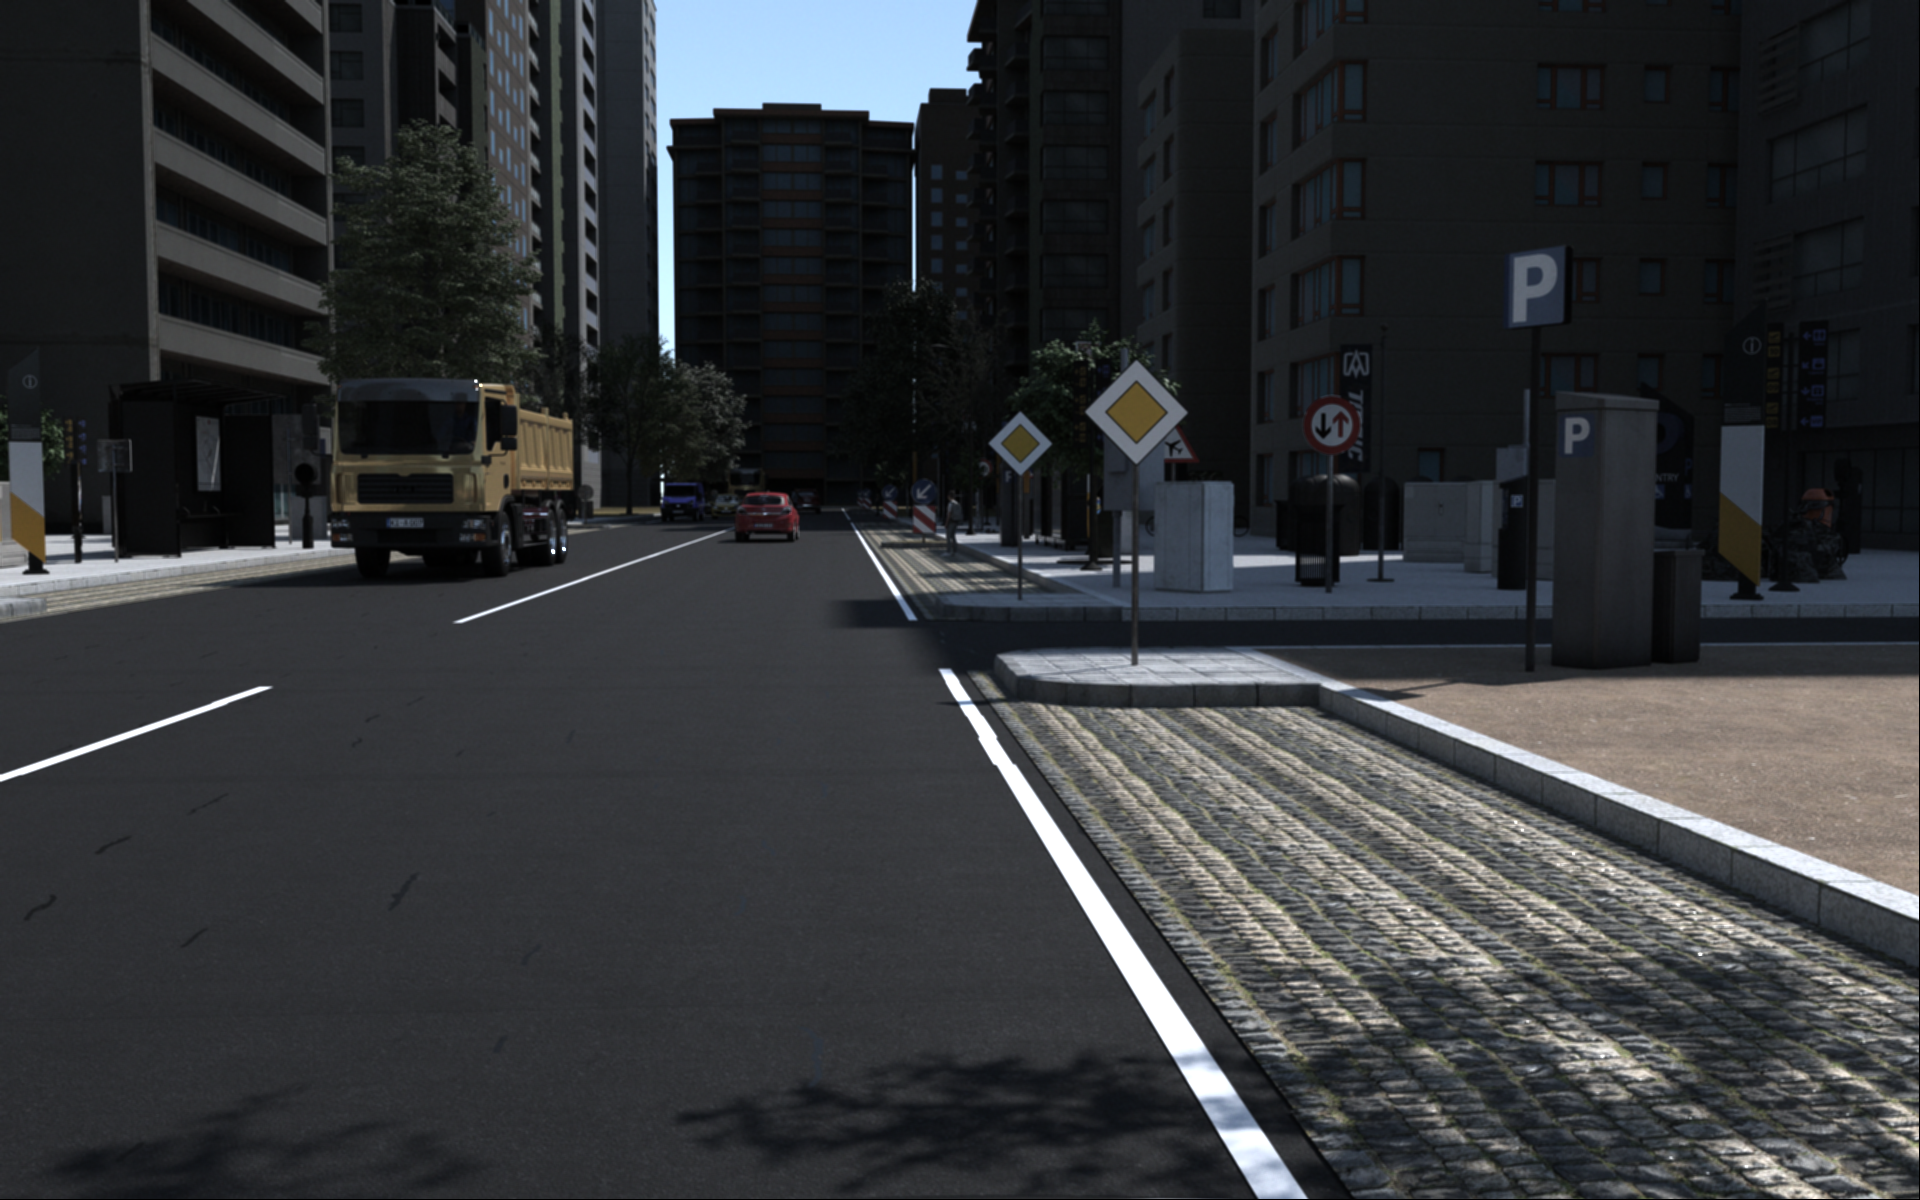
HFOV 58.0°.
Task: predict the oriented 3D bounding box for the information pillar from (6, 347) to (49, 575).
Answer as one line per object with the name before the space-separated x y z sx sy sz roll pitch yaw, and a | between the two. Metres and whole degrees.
information pillar | -14.866 -2.216 27.588 0.504 3.616 0.183 -3 5 -45

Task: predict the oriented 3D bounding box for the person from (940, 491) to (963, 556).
person | -0.200 -1.763 39.923 0.523 1.515 0.503 0 4 -2

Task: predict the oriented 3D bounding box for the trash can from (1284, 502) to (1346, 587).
trash can | 4.983 -0.762 24.119 0.748 1.137 0.748 0 3 0

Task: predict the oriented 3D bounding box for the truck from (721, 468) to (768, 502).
truck | -16.291 -8.344 132.346 3.469 3.379 9.791 0 4 -5

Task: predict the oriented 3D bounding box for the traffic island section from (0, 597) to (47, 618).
traffic island section | -12.012 0.137 20.041 2.009 0.180 2.903 0 4 -4

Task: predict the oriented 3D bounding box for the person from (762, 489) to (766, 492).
person | -10.883 -5.327 96.527 0.756 1.711 0.436 -1 4 -12

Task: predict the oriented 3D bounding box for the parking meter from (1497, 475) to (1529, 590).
parking meter | 7.428 -0.909 23.270 0.372 1.533 0.369 0 3 0

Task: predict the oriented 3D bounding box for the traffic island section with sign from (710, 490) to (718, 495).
traffic island section with sign | -21.183 -8.630 149.726 1.989 1.847 2.006 0 4 -4

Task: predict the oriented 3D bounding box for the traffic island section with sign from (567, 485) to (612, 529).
traffic island section with sign | -15.451 -3.845 71.486 1.989 1.847 2.006 0 4 -4

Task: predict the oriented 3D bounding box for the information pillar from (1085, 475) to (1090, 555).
information pillar | 2.737 -2.761 36.504 0.183 3.616 0.504 0 4 7

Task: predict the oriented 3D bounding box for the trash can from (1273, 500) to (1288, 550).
trash can | 7.574 -1.721 39.784 0.748 1.137 0.748 0 3 0

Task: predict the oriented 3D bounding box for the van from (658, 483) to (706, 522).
van | -14.644 -5.337 91.636 2.240 2.365 5.245 0 4 -3

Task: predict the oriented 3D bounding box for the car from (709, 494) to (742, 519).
car | -13.333 -5.453 99.382 2.015 1.641 3.980 0 4 -5

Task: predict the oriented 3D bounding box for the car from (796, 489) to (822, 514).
car | -11.165 -7.172 125.938 2.281 1.827 5.304 0 4 -6

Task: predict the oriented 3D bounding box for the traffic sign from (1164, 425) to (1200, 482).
traffic sign | 3.629 -1.804 29.500 0.884 2.594 0.081 0 4 5

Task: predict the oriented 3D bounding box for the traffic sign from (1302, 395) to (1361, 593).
traffic sign | 4.794 -1.366 22.437 0.768 2.556 0.104 0 4 -4

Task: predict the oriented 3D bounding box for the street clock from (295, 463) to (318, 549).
street clock | -15.365 -2.214 40.761 0.471 2.002 0.358 0 4 4

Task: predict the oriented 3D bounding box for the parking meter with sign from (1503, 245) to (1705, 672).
parking meter with sign | 4.824 -1.015 12.862 1.738 3.016 0.543 -2 4 -31

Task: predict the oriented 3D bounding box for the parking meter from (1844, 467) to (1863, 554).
parking meter | 19.142 -1.921 37.126 0.255 1.863 0.399 3 5 44

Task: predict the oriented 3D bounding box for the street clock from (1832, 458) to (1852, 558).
street clock | 17.749 -1.853 34.871 0.358 2.002 0.471 3 4 38

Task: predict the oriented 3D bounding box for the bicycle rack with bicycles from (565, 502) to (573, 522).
bicycle rack with bicycles | -19.173 -4.080 80.088 2.852 0.926 2.925 -1 4 -18

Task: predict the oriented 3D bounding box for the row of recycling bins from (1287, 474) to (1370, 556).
row of recycling bins | 7.795 -1.854 37.419 1.069 1.692 3.534 0 4 -2

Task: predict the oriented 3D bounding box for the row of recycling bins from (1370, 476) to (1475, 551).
row of recycling bins | 10.082 -1.980 39.482 3.534 1.692 1.069 2 4 30

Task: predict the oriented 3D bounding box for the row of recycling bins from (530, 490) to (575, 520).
row of recycling bins | -21.024 -4.845 86.335 3.534 1.692 1.069 -1 4 -18

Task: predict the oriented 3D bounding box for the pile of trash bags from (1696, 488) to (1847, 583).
pile of trash bags | 12.598 -1.024 26.488 1.912 1.369 3.447 3 5 44

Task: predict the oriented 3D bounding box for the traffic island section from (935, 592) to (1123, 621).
traffic island section | 0.746 0.080 20.967 2.009 0.180 2.903 0 4 -4

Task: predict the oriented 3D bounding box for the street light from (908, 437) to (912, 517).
street light | -3.256 -7.545 95.908 1.470 5.913 1.316 0 4 -4

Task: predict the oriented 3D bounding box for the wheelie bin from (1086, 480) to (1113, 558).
wheelie bin | 2.929 -1.657 34.995 0.693 1.594 0.980 1 4 9

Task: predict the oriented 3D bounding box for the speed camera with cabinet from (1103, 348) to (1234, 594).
speed camera with cabinet | 2.773 -1.761 23.125 0.660 3.252 2.038 -2 4 -34

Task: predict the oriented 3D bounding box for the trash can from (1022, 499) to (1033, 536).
trash can | 2.009 -2.558 53.477 0.748 1.137 0.748 0 3 0

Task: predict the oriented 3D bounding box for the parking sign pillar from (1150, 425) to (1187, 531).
parking sign pillar | 7.366 -4.402 60.448 1.447 3.967 1.447 -2 4 -31

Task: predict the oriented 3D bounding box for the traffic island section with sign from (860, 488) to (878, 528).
traffic island section with sign | -3.101 -3.965 73.458 1.989 1.847 2.006 0 4 -4

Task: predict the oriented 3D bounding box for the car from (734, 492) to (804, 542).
car | -5.904 -2.703 53.228 2.155 1.783 4.494 0 4 -3

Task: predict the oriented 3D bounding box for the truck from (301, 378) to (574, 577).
truck | -9.214 -2.208 32.021 3.469 3.379 9.791 0 4 -3

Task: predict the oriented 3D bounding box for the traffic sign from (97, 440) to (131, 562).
traffic sign | -15.857 -1.858 32.501 0.606 2.300 0.079 0 4 -2

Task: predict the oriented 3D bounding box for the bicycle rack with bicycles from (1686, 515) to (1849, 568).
bicycle rack with bicycles | 14.429 -1.055 30.639 2.925 0.926 2.852 -1 4 -13

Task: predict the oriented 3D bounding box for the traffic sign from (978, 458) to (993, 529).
traffic sign | 0.789 -3.766 61.678 0.768 2.556 0.104 0 4 4

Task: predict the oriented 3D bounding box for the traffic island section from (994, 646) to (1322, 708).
traffic island section | 1.329 0.567 13.003 2.009 0.180 2.903 0 4 -4

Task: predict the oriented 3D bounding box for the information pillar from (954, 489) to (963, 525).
information pillar | -0.050 -4.102 71.567 0.304 2.012 0.304 1 4 19

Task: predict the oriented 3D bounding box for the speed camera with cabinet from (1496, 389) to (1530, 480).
speed camera with cabinet | 10.960 -2.391 33.433 0.660 3.252 2.038 3 4 37

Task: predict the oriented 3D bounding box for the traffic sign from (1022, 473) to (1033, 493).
traffic sign | 2.154 -3.557 58.164 0.884 2.594 0.081 0 4 1

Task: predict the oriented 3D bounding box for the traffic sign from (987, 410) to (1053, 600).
traffic sign | 0.723 -1.055 20.888 0.795 2.450 0.064 0 4 -4

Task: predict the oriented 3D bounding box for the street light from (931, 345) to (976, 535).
street light | -0.202 -4.986 54.056 1.470 5.913 1.316 0 4 -4

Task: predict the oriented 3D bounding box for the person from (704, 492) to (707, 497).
person | -21.564 -8.290 144.846 0.742 1.727 0.445 -3 4 -37

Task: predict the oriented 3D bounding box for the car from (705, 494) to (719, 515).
car | -16.683 -6.752 120.186 2.009 1.686 4.222 0 4 -2

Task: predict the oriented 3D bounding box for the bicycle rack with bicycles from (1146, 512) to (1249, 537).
bicycle rack with bicycles | 7.413 -2.415 52.874 2.925 0.926 2.852 2 4 24

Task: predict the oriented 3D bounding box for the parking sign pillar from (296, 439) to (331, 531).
parking sign pillar | -22.779 -4.422 60.766 1.447 3.967 1.447 3 4 39

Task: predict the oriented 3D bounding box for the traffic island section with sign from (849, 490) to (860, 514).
traffic island section with sign | -6.738 -7.005 123.156 1.989 1.847 2.006 0 4 -4

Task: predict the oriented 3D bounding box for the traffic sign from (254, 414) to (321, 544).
traffic sign | -17.474 -3.083 44.284 2.265 3.308 0.079 0 4 2

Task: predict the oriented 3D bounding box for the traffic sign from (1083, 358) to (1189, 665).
traffic sign | 1.306 -0.568 12.924 0.795 2.450 0.064 0 4 -4

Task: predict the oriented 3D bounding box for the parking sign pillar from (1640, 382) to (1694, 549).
parking sign pillar | 16.669 -3.218 41.089 1.447 3.967 1.447 -3 5 -40

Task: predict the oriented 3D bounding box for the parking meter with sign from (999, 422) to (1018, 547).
parking meter with sign | 1.218 -2.830 42.526 0.543 3.016 1.738 0 4 -4

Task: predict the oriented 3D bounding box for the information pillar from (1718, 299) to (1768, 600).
information pillar | 9.504 -1.814 21.006 0.504 3.616 0.183 3 4 38

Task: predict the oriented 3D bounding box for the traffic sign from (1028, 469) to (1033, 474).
traffic sign | 2.239 -2.977 48.780 0.768 2.556 0.104 0 4 2

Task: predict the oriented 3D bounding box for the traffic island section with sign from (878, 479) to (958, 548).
traffic island section with sign | -1.109 -2.303 46.274 1.989 1.847 2.006 0 4 -4
